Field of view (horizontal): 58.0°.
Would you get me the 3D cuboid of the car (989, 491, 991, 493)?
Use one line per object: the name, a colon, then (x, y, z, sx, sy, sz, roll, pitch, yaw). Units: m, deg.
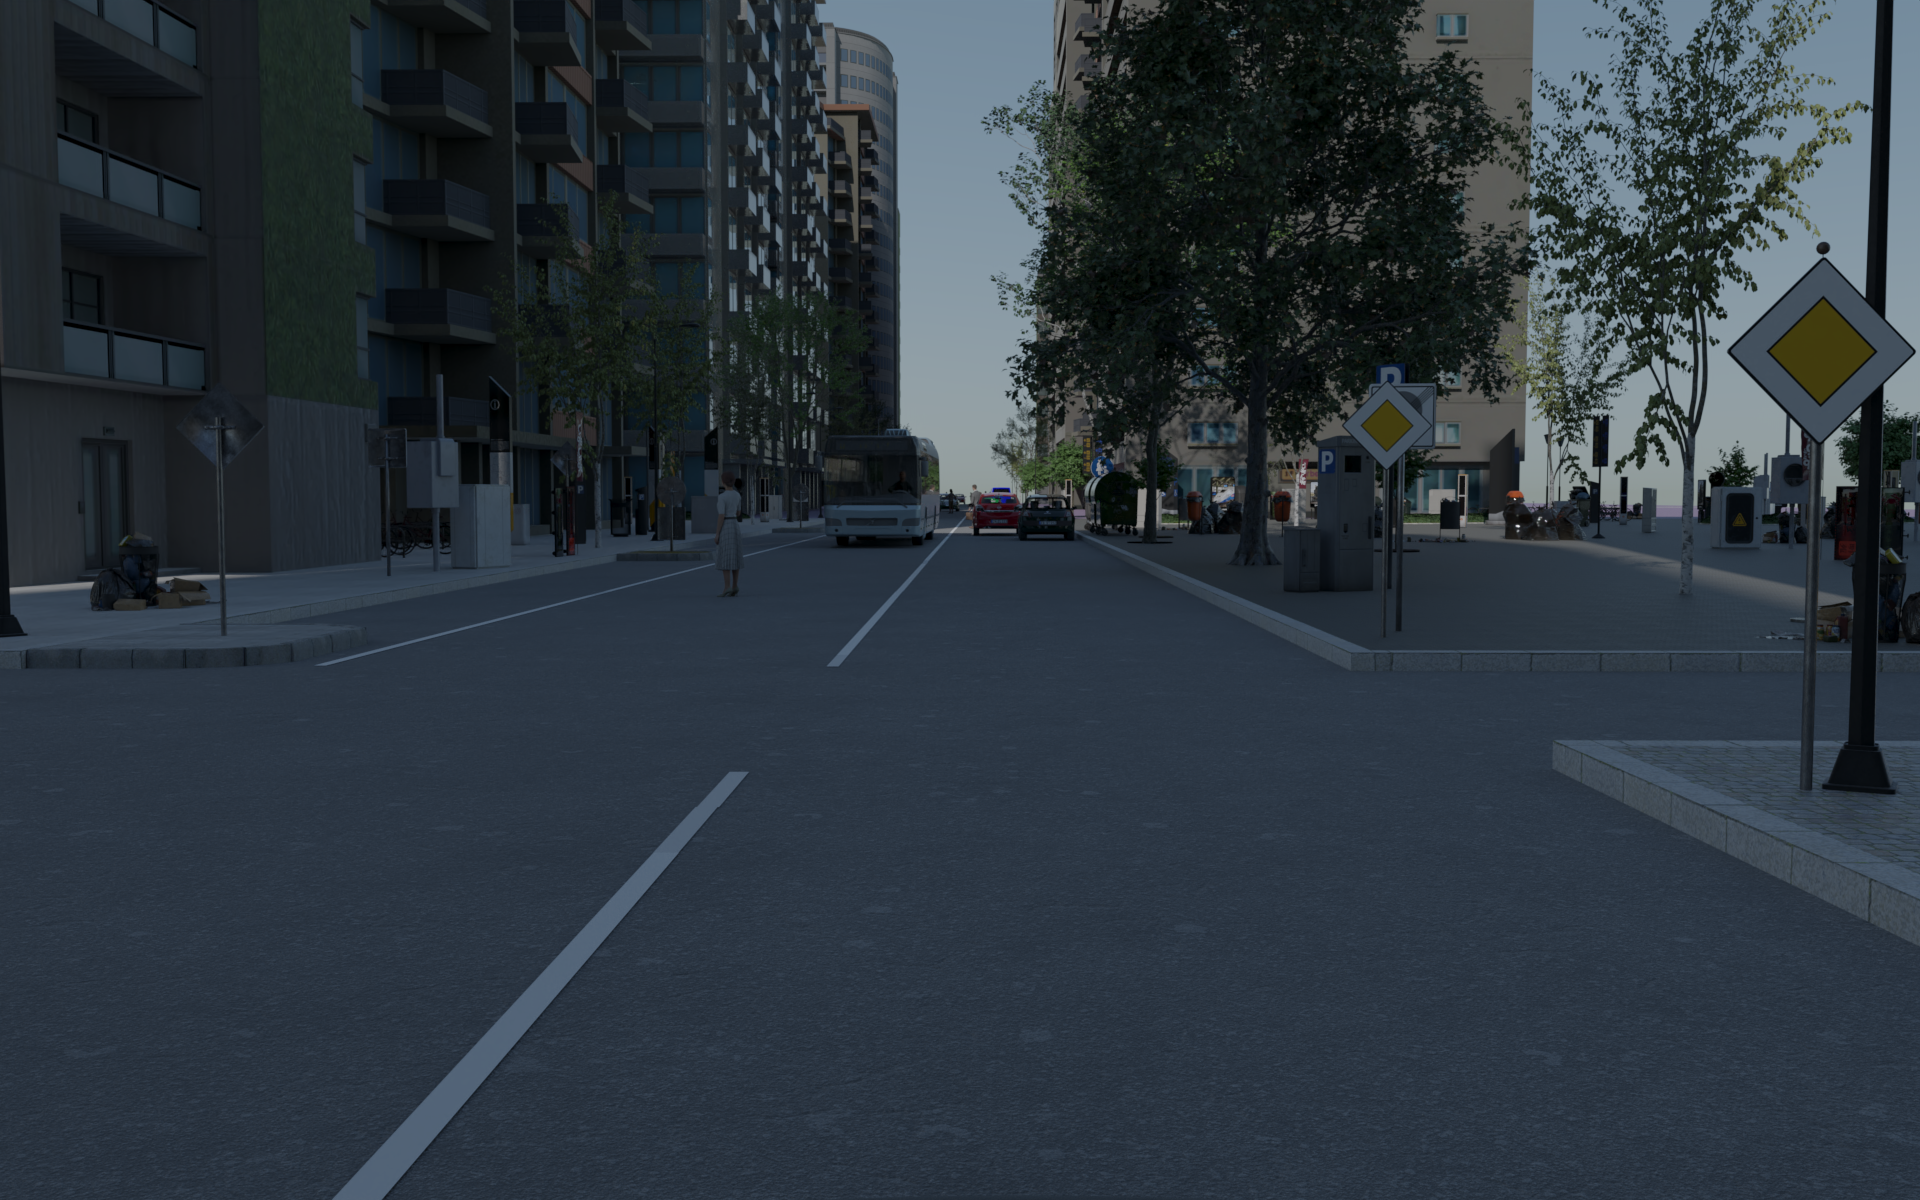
car: (4.507, -13.282, 225.835, 2.281, 1.827, 5.304, 0, 4, 1)

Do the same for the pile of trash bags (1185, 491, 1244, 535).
pile of trash bags: (8.149, -2.800, 55.528, 1.912, 1.369, 3.447, 2, 4, 33)

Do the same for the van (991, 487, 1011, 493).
van: (3.737, -9.523, 160.085, 2.240, 2.365, 5.245, 0, 4, -1)

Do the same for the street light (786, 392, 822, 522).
street light: (-7.229, -6.505, 78.892, 1.470, 5.913, 1.316, 0, 4, 1)

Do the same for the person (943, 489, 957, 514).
person: (-0.689, -7.279, 127.508, 1.348, 1.824, 0.705, -3, 5, -45)

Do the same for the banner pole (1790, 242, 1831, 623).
banner pole: (8.447, -1.655, 17.082, 0.401, 3.779, 0.863, 2, 4, 29)

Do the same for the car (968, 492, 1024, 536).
car: (1.344, -3.168, 60.834, 2.155, 1.783, 4.494, 0, 4, 0)

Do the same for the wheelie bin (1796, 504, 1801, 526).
wheelie bin: (34.263, -3.790, 69.874, 0.980, 1.594, 0.693, -1, 4, -12)

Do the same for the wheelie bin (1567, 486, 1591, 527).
wheelie bin: (24.389, -3.689, 68.225, 0.693, 1.594, 0.980, -2, 4, -29)

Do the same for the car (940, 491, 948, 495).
car: (-1.534, -9.383, 163.003, 1.945, 1.707, 3.694, 0, 4, 3)

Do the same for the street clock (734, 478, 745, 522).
street clock: (-9.994, -4.521, 78.481, 0.471, 2.002, 0.358, 2, 4, 26)

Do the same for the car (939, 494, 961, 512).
car: (-0.982, -8.044, 143.311, 2.131, 1.459, 4.920, 0, 4, 2)

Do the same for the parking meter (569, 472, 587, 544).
parking meter: (-9.806, -2.369, 44.451, 0.255, 1.863, 0.399, 3, 5, 39)

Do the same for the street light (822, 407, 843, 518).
street light: (-6.923, -7.346, 92.649, 1.470, 5.913, 1.316, 0, 4, 1)

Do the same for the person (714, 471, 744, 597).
person: (-3.283, -0.925, 24.190, 0.524, 1.755, 0.480, 2, 4, 33)

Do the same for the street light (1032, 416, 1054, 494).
street light: (4.987, -7.983, 103.055, 1.470, 5.913, 1.316, 0, 4, 1)

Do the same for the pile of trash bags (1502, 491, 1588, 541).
pile of trash bags: (16.334, -2.414, 49.215, 1.912, 1.369, 3.447, 0, 4, -6)

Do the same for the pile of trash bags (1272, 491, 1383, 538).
pile of trash bags: (11.051, -2.567, 51.717, 3.447, 1.369, 1.912, 1, 4, 8)

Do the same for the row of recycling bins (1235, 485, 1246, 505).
row of recycling bins: (13.545, -4.743, 84.661, 1.069, 1.692, 3.534, 0, 4, 3)

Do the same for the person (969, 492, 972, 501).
person: (1.312, -11.778, 202.533, 0.415, 1.643, 0.593, 0, 4, 2)

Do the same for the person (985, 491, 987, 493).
person: (3.261, -13.061, 222.055, 0.705, 1.823, 1.348, 1, 4, 11)

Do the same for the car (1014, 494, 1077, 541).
car: (2.699, -2.735, 54.498, 2.009, 1.686, 4.222, 0, 4, 1)

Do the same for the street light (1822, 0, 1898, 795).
street light: (3.392, -2.132, 7.403, 1.470, 5.913, 1.316, 0, 4, 1)

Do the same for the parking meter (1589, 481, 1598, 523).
parking meter: (28.178, -4.355, 76.913, 0.399, 1.863, 0.255, 0, 4, 5)

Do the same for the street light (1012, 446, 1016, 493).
street light: (5.782, -11.899, 167.087, 1.470, 5.913, 1.316, 0, 4, 1)

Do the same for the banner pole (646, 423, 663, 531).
banner pole: (-10.775, -4.332, 60.840, 0.863, 3.779, 0.401, -3, 5, -42)

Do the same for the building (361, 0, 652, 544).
building: (-22.611, -24.601, 56.849, 22.147, 44.769, 28.867, 0, 4, 1)

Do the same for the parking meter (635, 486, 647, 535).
parking meter: (-9.963, -2.794, 54.095, 0.372, 1.533, 0.369, 0, 3, 0)

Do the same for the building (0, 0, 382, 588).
building: (-18.269, -20.906, 25.402, 14.154, 41.232, 14.086, 0, 4, 1)

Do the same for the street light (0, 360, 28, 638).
street light: (-8.084, -2.624, 15.447, 1.470, 5.913, 1.316, 0, 4, 1)

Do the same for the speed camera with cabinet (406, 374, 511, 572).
speed camera with cabinet: (-8.513, -2.148, 29.453, 0.660, 3.252, 2.038, 1, 4, 23)

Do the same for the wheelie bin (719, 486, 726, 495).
wheelie bin: (-9.867, -3.862, 71.052, 0.980, 1.594, 0.693, -2, 4, -25)

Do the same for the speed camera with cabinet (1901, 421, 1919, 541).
speed camera with cabinet: (25.285, -3.204, 46.721, 2.038, 3.252, 0.660, -1, 4, -14)

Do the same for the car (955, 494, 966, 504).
car: (-0.113, -14.596, 247.683, 2.155, 1.783, 4.494, 0, 4, 1)

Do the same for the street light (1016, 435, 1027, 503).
street light: (5.356, -9.959, 135.364, 1.470, 5.913, 1.316, 0, 4, 1)

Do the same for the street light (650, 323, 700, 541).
street light: (-7.747, -4.565, 47.171, 1.470, 5.913, 1.316, 0, 4, 1)

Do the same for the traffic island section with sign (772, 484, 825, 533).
traffic island section with sign: (-5.946, -3.442, 64.906, 1.989, 1.847, 2.006, 0, 4, 1)

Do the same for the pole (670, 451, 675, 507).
pole: (-13.654, -5.409, 82.285, 0.158, 3.312, 0.155, 0, 3, 0)

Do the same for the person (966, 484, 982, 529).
person: (0.690, -3.847, 71.366, 0.822, 1.834, 0.622, 3, 4, 37)

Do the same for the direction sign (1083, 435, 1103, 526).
direction sign: (5.116, -4.578, 66.852, 0.876, 3.537, 0.379, -2, 4, -27)

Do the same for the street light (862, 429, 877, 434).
street light: (-6.482, -9.286, 124.371, 1.470, 5.913, 1.316, 0, 4, 1)

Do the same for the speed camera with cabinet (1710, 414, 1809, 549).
speed camera with cabinet: (18.772, -2.831, 40.624, 2.038, 3.252, 0.660, 0, 4, 2)

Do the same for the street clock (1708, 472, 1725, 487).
street clock: (24.355, -3.132, 55.780, 0.471, 2.002, 0.358, 2, 4, 32)

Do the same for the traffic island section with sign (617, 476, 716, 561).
traffic island section with sign: (-6.354, -1.794, 37.954, 1.989, 1.847, 2.006, 0, 4, 1)

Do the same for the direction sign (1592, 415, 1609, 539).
direction sign: (18.484, -3.549, 50.031, 0.379, 3.537, 0.876, 0, 4, -8)

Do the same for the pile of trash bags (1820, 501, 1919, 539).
pile of trash bags: (26.141, -2.408, 49.115, 1.912, 1.369, 3.447, -1, 4, -23)
